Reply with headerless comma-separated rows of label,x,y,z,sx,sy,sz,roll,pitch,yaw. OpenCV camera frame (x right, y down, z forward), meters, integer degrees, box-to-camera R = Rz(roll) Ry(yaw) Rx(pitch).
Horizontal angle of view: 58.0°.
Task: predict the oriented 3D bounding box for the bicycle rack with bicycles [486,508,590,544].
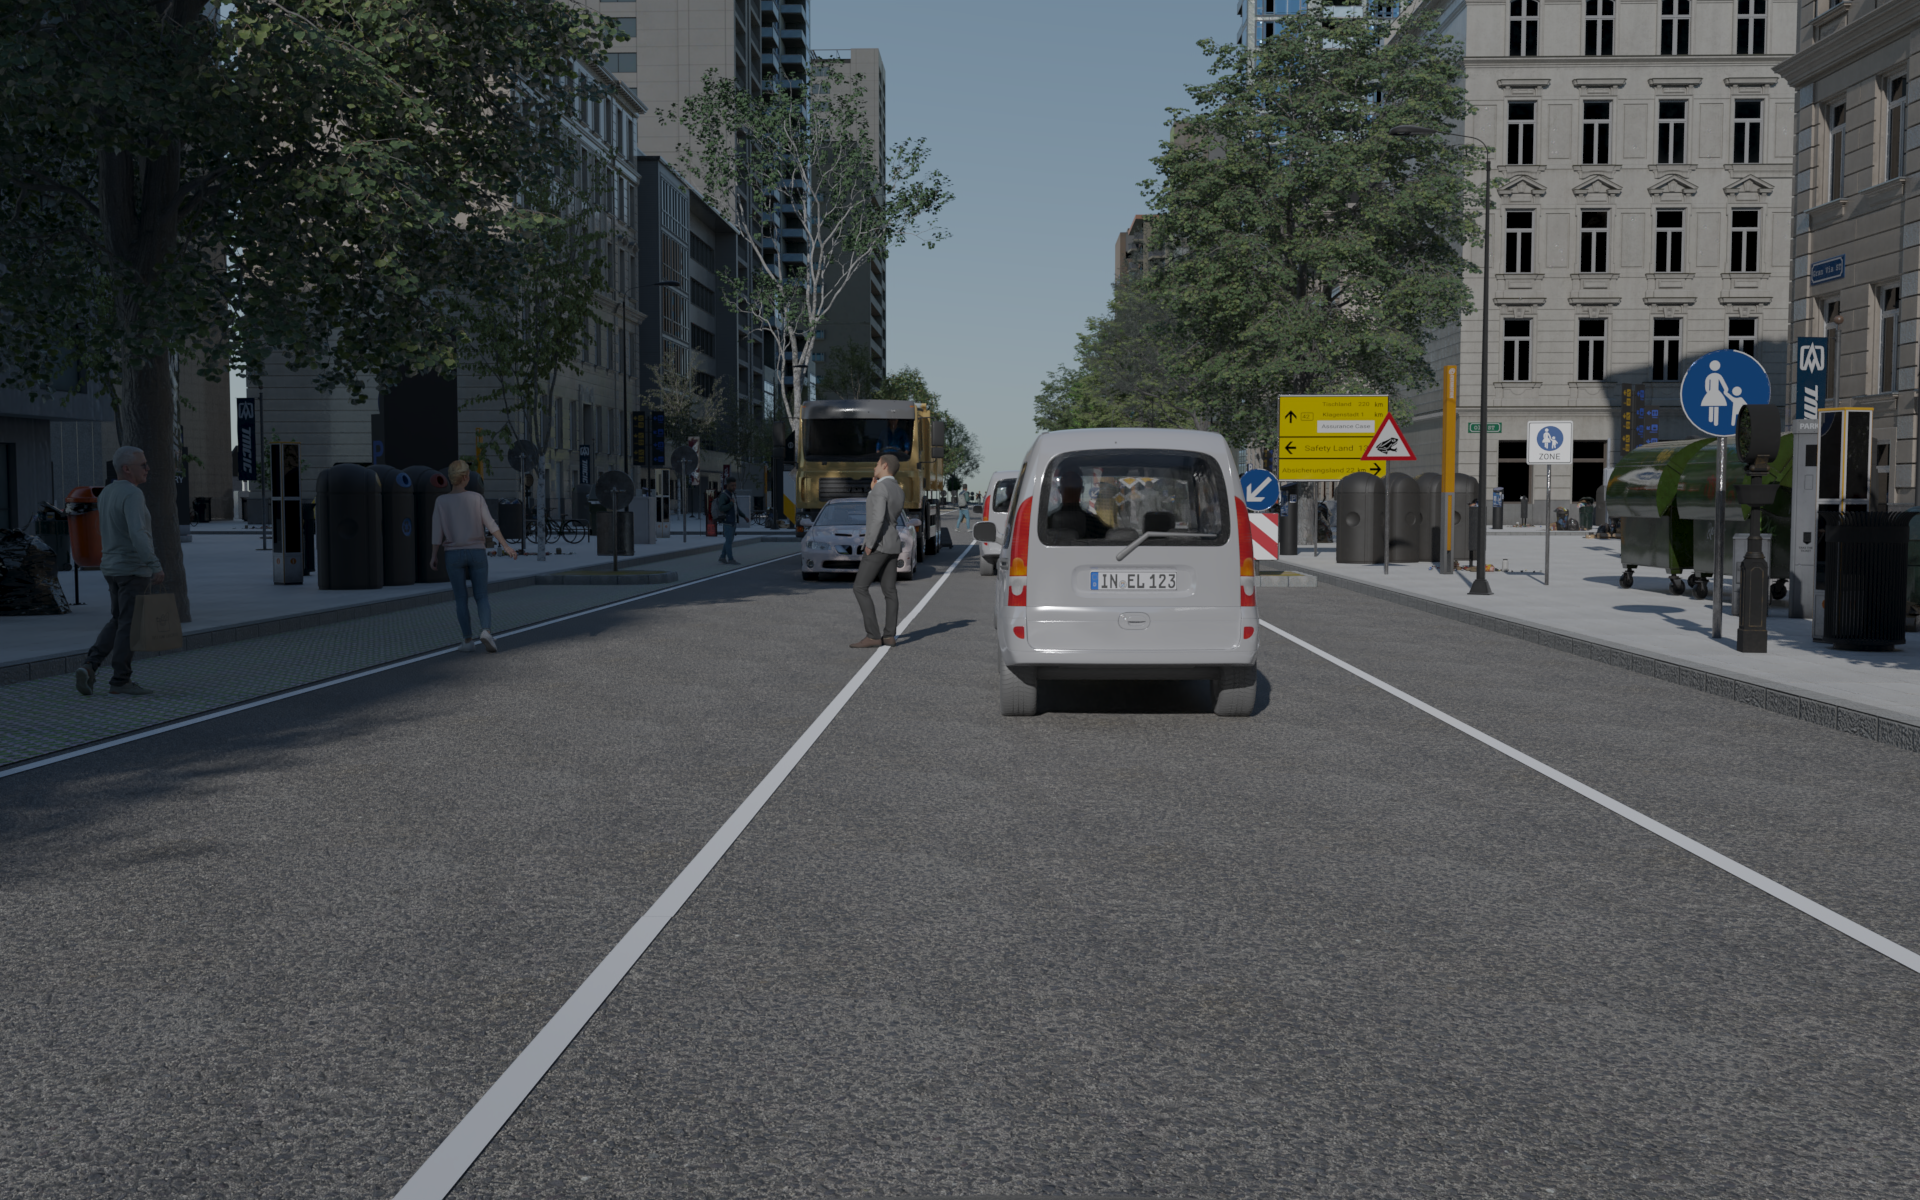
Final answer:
bicycle rack with bicycles,-10.917,-1.948,45.240,2.925,0.926,2.852,2,4,27

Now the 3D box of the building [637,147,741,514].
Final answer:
building,-23.455,-17.878,111.373,14.314,24.678,30.058,0,4,2

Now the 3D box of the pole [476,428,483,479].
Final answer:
pole,-14.775,-3.637,53.311,0.158,3.312,0.155,0,3,0

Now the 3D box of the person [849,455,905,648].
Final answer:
person,-0.767,-0.462,16.239,0.473,1.802,0.592,3,4,38

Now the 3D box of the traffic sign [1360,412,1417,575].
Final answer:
traffic sign,6.797,-1.684,27.539,0.884,2.594,0.081,0,4,3

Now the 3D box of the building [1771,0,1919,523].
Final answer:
building,24.446,-14.084,27.540,12.463,27.353,25.104,0,4,2

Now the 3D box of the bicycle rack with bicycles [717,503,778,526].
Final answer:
bicycle rack with bicycles,-8.807,-3.487,70.395,2.925,0.926,2.852,-2,4,-29

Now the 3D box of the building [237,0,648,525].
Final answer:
building,-23.723,-17.523,83.757,12.463,27.353,25.104,0,4,2

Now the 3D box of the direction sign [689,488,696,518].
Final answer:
direction sign,-14.619,-6.268,94.471,0.876,3.537,0.379,2,4,29

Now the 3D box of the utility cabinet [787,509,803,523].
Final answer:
utility cabinet,-7.192,-4.046,77.314,1.020,1.237,0.306,-1,4,-13

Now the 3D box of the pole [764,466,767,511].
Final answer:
pole,-14.034,-8.024,125.028,0.158,3.312,0.155,0,3,0

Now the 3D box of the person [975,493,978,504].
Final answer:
person,2.358,-14.624,249.073,0.593,1.643,0.415,1,4,14

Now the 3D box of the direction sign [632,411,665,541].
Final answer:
direction sign,-8.494,-3.384,47.326,0.876,3.537,0.379,0,4,3

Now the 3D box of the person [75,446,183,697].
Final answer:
person,-5.821,-0.190,12.098,0.782,1.767,0.515,3,5,40

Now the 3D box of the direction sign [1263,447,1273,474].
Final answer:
direction sign,14.982,-5.647,84.320,0.379,3.537,0.876,3,5,40

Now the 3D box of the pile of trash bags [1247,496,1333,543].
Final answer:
pile of trash bags,9.601,-2.212,45.923,3.447,1.369,1.912,2,4,26

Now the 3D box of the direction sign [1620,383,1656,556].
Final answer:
direction sign,13.827,-2.671,35.661,0.876,3.537,0.379,-3,5,-40

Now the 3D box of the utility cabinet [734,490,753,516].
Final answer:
utility cabinet,-11.172,-4.869,88.288,1.173,1.500,0.318,-1,4,-14

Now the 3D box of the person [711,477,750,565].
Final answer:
person,-4.629,-1.588,34.809,0.721,1.781,0.623,0,4,5

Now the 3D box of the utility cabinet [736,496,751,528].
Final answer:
utility cabinet,-8.507,-3.351,65.945,1.020,1.237,0.306,0,4,1

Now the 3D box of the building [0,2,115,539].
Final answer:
building,-25.683,-16.018,33.599,14.107,30.474,14.160,0,4,2

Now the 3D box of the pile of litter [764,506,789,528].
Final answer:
pile of litter,-6.864,-3.139,65.285,1.176,0.858,1.719,1,4,9

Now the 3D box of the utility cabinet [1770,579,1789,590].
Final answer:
utility cabinet,11.101,-0.763,23.645,0.306,1.237,1.020,-2,4,-23

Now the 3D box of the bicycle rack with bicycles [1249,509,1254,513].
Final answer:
bicycle rack with bicycles,17.007,-4.753,91.097,2.852,0.926,2.925,-2,4,-32

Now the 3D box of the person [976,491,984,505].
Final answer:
person,2.319,-11.906,203.180,1.348,1.822,0.705,-3,5,-43

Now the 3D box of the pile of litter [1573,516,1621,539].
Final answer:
pile of litter,18.780,-2.188,49.744,1.176,0.858,1.719,-2,4,-33

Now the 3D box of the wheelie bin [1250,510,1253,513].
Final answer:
wheelie bin,17.680,-5.996,105.939,0.693,1.594,0.980,0,4,-7

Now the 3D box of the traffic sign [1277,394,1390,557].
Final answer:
traffic sign,7.605,-2.537,35.347,2.265,3.308,0.079,0,4,4

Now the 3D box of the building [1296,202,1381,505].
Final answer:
building,25.949,-14.702,105.011,10.561,19.102,19.286,0,4,2

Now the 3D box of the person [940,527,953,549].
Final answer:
person,-0.880,-2.253,45.558,0.699,1.804,1.509,-2,4,-35

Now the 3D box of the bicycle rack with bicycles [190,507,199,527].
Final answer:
bicycle rack with bicycles,-31.761,-3.351,68.172,2.925,0.926,2.852,3,5,40

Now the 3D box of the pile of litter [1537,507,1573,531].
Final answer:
pile of litter,21.116,-2.856,60.657,1.176,0.858,1.719,-3,5,-44

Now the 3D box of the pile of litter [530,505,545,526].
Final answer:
pile of litter,-17.595,-3.473,70.753,1.176,0.858,1.719,2,4,30

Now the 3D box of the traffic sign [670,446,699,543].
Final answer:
traffic sign,-7.290,-2.795,45.800,0.768,2.556,0.104,1,4,9

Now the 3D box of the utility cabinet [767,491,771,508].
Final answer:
utility cabinet,-14.400,-7.594,132.846,0.318,1.500,1.173,2,4,25

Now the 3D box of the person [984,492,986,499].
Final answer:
person,2.895,-11.662,199.850,0.721,1.739,1.217,-2,4,-24

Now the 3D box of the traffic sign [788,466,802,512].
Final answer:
traffic sign,-4.839,-3.001,52.714,0.795,2.450,0.064,0,4,2

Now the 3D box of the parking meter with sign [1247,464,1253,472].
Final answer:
parking meter with sign,17.265,-6.272,98.804,1.738,3.016,0.543,3,4,36

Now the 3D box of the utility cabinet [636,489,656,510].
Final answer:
utility cabinet,-14.764,-4.493,82.132,1.173,1.500,0.318,-1,4,-10

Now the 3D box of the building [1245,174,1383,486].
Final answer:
building,26.571,-18.077,124.445,11.050,23.489,19.941,0,4,2

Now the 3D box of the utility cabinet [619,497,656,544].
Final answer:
utility cabinet,-8.303,-2.043,44.561,1.020,1.237,0.306,2,4,30

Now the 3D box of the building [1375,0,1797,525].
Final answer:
building,42.060,-18.400,77.259,44.131,29.872,17.030,0,4,2

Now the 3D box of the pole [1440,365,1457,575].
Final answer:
pole,7.780,-2.064,27.591,0.158,3.312,0.155,0,3,0

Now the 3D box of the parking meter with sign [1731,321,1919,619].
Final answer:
parking meter with sign,8.933,-1.319,17.828,1.738,3.016,0.543,2,4,27

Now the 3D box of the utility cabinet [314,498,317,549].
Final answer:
utility cabinet,-14.561,-1.794,40.486,0.306,1.237,1.020,2,4,32

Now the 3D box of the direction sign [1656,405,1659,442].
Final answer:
direction sign,17.394,-3.199,44.307,0.876,3.537,0.379,0,4,4

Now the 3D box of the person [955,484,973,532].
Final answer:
person,0.147,-3.458,65.031,0.713,1.824,0.794,-1,4,-19

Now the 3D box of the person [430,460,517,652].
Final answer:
person,-4.381,-0.400,15.712,0.731,1.740,0.598,-2,4,-31

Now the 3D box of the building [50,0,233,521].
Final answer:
building,-45.474,-15.892,77.855,19.932,24.808,12.078,0,4,2

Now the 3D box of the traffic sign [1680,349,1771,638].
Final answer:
traffic sign,6.738,-0.932,15.340,0.768,2.556,0.104,0,4,6

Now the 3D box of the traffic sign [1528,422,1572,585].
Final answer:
traffic sign,8.255,-1.356,24.304,0.606,2.300,0.079,1,4,11

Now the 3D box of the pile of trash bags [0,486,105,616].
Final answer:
pile of trash bags,-10.422,-0.541,18.591,1.912,1.369,3.447,1,4,18

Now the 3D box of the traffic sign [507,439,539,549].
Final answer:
traffic sign,-10.158,-2.457,40.284,0.768,2.556,0.104,0,4,6

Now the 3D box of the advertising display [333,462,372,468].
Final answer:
advertising display,-12.211,-1.832,35.162,0.974,1.923,0.123,0,4,1

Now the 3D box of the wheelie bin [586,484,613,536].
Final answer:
wheelie bin,-11.051,-2.779,53.341,0.980,1.594,0.693,1,4,14
